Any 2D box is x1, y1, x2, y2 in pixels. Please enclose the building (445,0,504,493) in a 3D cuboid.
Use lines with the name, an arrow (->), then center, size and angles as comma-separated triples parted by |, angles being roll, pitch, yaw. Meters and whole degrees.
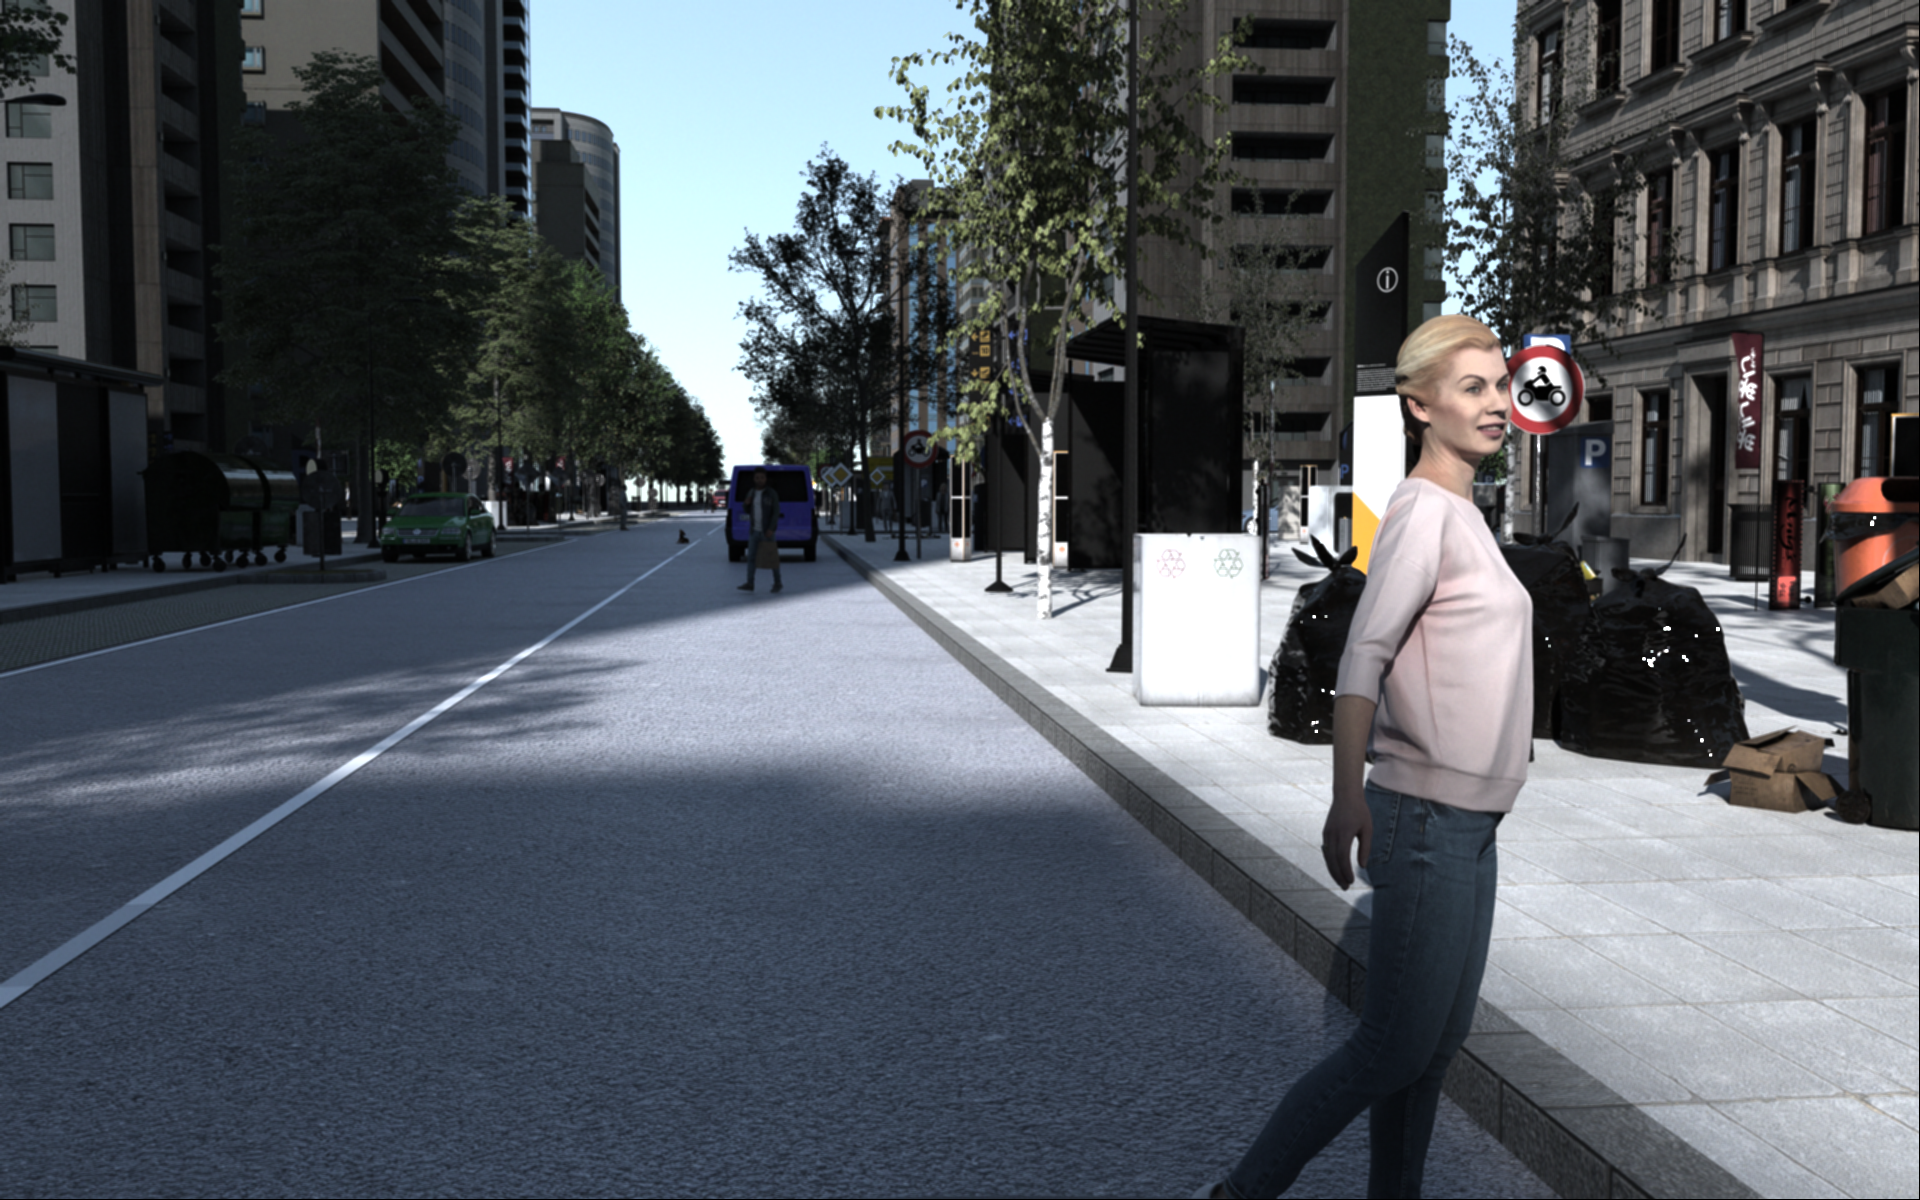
building -> -51.027, -36.913, 145.530 | 21.231, 58.520, 28.212 | 0, 4, -6

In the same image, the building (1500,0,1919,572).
building -> 18.456, -10.234, 31.951 | 10.561, 19.102, 19.286 | 0, 4, -6

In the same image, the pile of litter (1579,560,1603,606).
pile of litter -> 4.360, 0.089, 12.507 | 1.719, 0.858, 1.176 | 2, 4, 33

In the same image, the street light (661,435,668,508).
street light -> -23.978, -10.033, 136.573 | 1.470, 5.913, 1.316 | 0, 4, -6

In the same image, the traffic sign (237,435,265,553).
traffic sign -> -15.366, -2.292, 37.576 | 0.768, 2.556, 0.104 | 0, 4, -4

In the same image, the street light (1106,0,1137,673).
street light -> 0.691, -2.434, 12.339 | 1.470, 5.913, 1.316 | 0, 4, -6

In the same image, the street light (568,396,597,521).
street light -> -17.904, -6.702, 82.118 | 1.470, 5.913, 1.316 | 0, 4, -6

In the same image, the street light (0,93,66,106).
street light -> -11.072, -2.915, 20.197 | 1.470, 5.913, 1.316 | 0, 4, -6

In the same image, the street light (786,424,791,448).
street light -> -10.671, -8.715, 115.026 | 1.470, 5.913, 1.316 | 0, 4, -6

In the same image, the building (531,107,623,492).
building -> -63.378, -44.157, 263.969 | 21.231, 58.520, 28.212 | 0, 4, -6

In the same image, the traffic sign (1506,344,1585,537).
traffic sign -> 4.941, -0.900, 14.827 | 0.768, 2.556, 0.104 | 0, 4, -6

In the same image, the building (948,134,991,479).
building -> 12.772, -30.404, 188.990 | 32.217, 40.220, 23.993 | 0, 4, -6

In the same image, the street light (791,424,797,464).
street light -> -8.270, -7.419, 93.839 | 1.470, 5.913, 1.316 | 0, 4, -6

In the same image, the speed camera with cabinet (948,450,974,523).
speed camera with cabinet -> 0.494, -5.074, 77.295 | 2.038, 3.252, 0.660 | 2, 4, 33

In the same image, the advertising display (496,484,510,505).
advertising display -> -28.741, -6.335, 108.792 | 0.974, 1.923, 0.123 | 0, 4, 4

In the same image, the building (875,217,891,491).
building -> -1.767, -37.515, 267.994 | 22.147, 44.769, 28.867 | 0, 4, -6

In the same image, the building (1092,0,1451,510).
building -> 14.582, -19.157, 84.922 | 14.107, 30.474, 14.160 | 0, 4, -6

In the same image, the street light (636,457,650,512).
street light -> -22.474, -9.247, 123.722 | 1.470, 5.913, 1.316 | 0, 4, -6

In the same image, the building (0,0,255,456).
building -> -41.519, -18.761, 78.446 | 14.160, 30.474, 14.107 | 0, 4, -6

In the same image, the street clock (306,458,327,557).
street clock -> -13.091, -1.878, 35.273 | 0.471, 2.002, 0.358 | 3, 5, 41

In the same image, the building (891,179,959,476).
building -> -2.440, -36.460, 246.233 | 14.600, 45.320, 14.200 | 0, 4, -6

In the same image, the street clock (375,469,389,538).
street clock -> -16.767, -2.794, 50.246 | 0.471, 2.002, 0.358 | 3, 5, 39

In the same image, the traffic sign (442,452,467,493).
traffic sign -> -15.324, -3.206, 52.530 | 0.768, 2.556, 0.104 | 0, 4, 1

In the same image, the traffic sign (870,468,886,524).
traffic sign -> -3.615, -4.539, 75.404 | 0.795, 2.450, 0.064 | 0, 4, -3

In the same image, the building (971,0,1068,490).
building -> 11.516, -42.154, 127.466 | 20.563, 71.187, 20.611 | 0, 4, -6

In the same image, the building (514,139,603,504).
building -> -61.461, -37.662, 239.475 | 21.300, 48.544, 21.600 | 0, 4, -6

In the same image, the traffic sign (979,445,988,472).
traffic sign -> 0.838, -2.571, 42.141 | 0.768, 2.556, 0.104 | 0, 3, 0

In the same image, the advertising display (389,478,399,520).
advertising display -> -23.369, -4.056, 71.531 | 0.123, 1.923, 0.974 | -2, 4, -34

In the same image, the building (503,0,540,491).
building -> -54.353, -52.731, 174.826 | 22.319, 86.520, 31.000 | 0, 4, -6

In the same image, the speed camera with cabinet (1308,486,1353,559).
speed camera with cabinet -> 7.882, -2.469, 34.697 | 2.038, 3.252, 0.660 | -3, 4, -37

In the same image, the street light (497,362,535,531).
street light -> -15.642, -5.407, 60.941 | 1.470, 5.913, 1.316 | 0, 4, -6

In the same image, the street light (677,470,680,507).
street light -> -26.117, -11.306, 157.388 | 1.470, 5.913, 1.316 | 0, 4, -6

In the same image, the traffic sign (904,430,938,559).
traffic sign -> -0.816, -2.094, 34.336 | 0.768, 2.556, 0.104 | 0, 4, -5

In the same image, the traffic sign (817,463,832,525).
traffic sign -> -5.552, -4.411, 72.220 | 0.768, 2.556, 0.104 | 0, 4, 3

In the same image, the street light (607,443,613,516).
street light -> -20.295, -7.977, 102.969 | 1.470, 5.913, 1.316 | 0, 4, -6

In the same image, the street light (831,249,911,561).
street light -> -1.653, -3.702, 33.074 | 1.470, 5.913, 1.316 | 0, 4, -6

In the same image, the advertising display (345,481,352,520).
advertising display -> -30.646, -4.991, 86.815 | 0.123, 1.923, 0.974 | -2, 4, -30

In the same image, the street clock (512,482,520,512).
street clock -> -25.907, -5.900, 101.040 | 0.358, 2.002, 0.471 | 2, 4, 26

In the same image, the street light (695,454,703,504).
street light -> -30.652, -13.843, 198.876 | 1.470, 5.913, 1.316 | 0, 4, -6

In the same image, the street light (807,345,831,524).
street light -> -3.902, -4.972, 53.832 | 1.470, 5.913, 1.316 | 0, 4, -6

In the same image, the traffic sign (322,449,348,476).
traffic sign -> -14.308, -2.296, 39.670 | 0.606, 2.300, 0.079 | 0, 4, 2

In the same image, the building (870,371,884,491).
building -> -8.237, -31.729, 290.471 | 14.160, 30.474, 14.107 | 0, 4, -6

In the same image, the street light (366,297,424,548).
street light -> -13.349, -4.183, 40.940 | 1.470, 5.913, 1.316 | 0, 4, -6

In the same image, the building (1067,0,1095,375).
building -> 14.435, -27.704, 103.065 | 14.600, 45.320, 14.200 | 0, 4, -6

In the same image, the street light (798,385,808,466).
street light -> -5.967, -6.150, 73.100 | 1.470, 5.913, 1.316 | 0, 4, -6

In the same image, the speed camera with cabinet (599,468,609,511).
speed camera with cabinet -> -26.754, -8.413, 131.890 | 2.038, 3.252, 0.660 | 2, 4, 26

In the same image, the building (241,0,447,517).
building -> -44.401, -29.532, 106.547 | 21.300, 48.544, 21.600 | 0, 4, -6

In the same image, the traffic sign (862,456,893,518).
traffic sign -> -4.178, -6.091, 93.454 | 2.265, 3.308, 0.079 | 0, 4, 2
